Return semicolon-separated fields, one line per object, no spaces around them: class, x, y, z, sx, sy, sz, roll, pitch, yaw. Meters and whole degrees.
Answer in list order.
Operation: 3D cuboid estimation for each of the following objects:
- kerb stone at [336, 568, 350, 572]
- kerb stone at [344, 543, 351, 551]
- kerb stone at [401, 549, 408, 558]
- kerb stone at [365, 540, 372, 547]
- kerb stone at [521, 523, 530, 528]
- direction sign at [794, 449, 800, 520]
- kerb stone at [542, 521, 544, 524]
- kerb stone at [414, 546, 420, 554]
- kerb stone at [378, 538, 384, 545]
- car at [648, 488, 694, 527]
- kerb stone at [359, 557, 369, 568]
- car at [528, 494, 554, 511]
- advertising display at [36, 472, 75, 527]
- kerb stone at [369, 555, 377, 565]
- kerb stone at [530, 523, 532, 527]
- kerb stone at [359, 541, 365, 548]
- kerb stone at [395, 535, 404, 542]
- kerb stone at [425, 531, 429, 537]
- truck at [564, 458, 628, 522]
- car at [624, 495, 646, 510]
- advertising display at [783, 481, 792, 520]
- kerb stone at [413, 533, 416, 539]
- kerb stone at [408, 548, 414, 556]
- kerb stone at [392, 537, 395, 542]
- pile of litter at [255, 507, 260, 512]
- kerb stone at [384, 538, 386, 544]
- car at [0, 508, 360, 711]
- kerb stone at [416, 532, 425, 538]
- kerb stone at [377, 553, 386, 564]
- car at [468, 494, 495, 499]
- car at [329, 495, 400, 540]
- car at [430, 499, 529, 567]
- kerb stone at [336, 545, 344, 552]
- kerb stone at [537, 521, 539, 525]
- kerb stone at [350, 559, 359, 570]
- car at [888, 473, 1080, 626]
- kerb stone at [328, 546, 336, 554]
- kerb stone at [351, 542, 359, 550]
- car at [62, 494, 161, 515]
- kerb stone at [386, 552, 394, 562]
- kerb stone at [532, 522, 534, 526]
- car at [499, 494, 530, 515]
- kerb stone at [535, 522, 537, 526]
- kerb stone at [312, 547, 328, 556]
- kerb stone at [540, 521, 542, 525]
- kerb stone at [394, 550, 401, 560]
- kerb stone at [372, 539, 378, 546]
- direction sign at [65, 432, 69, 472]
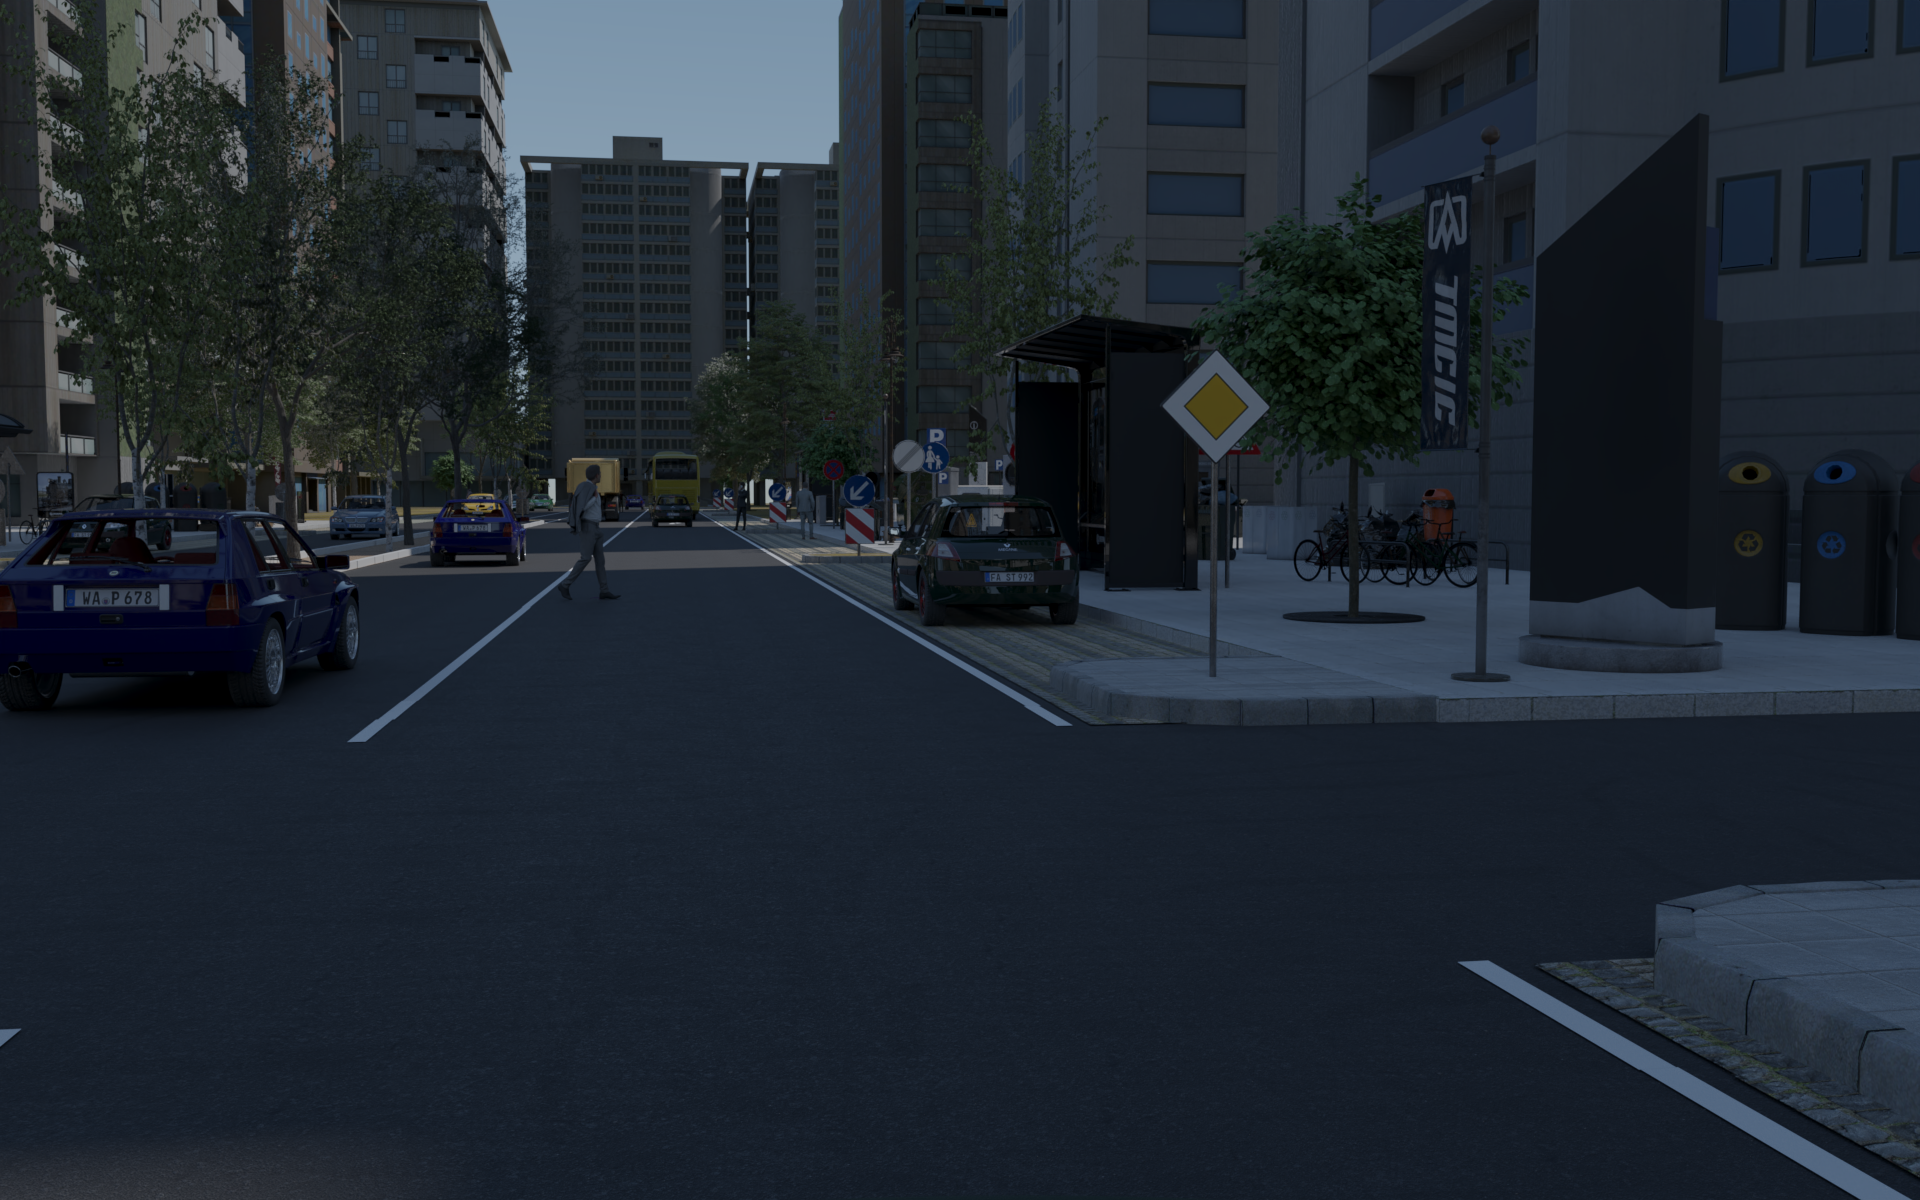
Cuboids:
kerb stone;-11.413;-0.588;31.821;0.120;0.150;1.000;-1;4;-10
kerb stone;-15.521;-1.303;43.550;0.120;0.150;1.000;-1;4;-10
kerb stone;-12.604;-1.022;38.908;0.120;0.150;1.000;-1;4;-10
kerb stone;-16.032;-1.491;46.576;0.120;0.150;1.000;-1;4;-10
kerb stone;-18.410;-3.121;73.300;0.120;0.150;1.000;-1;4;-10
direction sign;-8.159;-5.797;86.781;0.379;3.537;0.876;-1;4;-15
kerb stone;-19.776;-3.614;81.378;0.120;0.150;1.000;-1;4;-10
kerb stone;-12.952;-1.146;40.926;0.120;0.150;1.000;-1;4;-10
kerb stone;-16.367;-1.615;48.595;0.120;0.150;1.000;-1;4;-10
car;-12.741;-4.082;76.532;2.009;1.686;4.222;-1;4;-11
kerb stone;-11.746;-0.711;33.854;0.120;0.150;1.000;-1;4;-10
car;-35.117;-8.156;145.155;2.131;1.459;4.920;-1;4;-10
advertising display;-26.077;-2.737;49.958;0.974;1.923;0.123;-1;4;-12
kerb stone;-11.931;-0.773;34.863;0.120;0.150;1.000;-1;4;-10
kerb stone;-18.585;-3.186;74.307;0.120;0.150;1.000;-1;4;-10
kerb stone;-15.862;-1.430;45.568;0.120;0.150;1.000;-1;4;-10
kerb stone;-17.056;-1.854;52.630;0.120;0.150;1.000;-1;4;-10
kerb stone;-17.906;-2.171;57.704;0.120;0.150;1.000;-1;4;-10
truck;-19.478;-5.905;92.469;3.469;3.379;9.791;-1;4;-11
car;-29.805;-8.941;158.766;1.945;1.354;3.894;-1;4;-9
advertising display;-8.409;-4.844;84.406;0.123;1.923;0.974;1;4;13
kerb stone;-17.395;-1.985;54.655;0.120;0.150;1.000;-1;4;-10
kerb stone;-12.780;-1.084;39.915;0.120;0.150;1.000;-1;4;-10
kerb stone;-16.714;-1.737;50.613;0.120;0.150;1.000;-1;4;-10
pile of litter;-27.415;-3.301;67.940;1.176;0.858;1.719;1;4;10
kerb stone;-16.544;-1.676;49.603;0.120;0.150;1.000;-1;4;-10
car;-5.653;-0.019;12.883;1.945;1.354;3.894;0;4;-8
kerb stone;-17.726;-2.109;56.685;0.120;0.150;1.000;-1;4;-10
kerb stone;-12.095;-0.836;35.879;0.120;0.150;1.000;-1;4;-10
car;-25.372;-4.991;91.822;2.015;1.641;3.980;-1;4;-10
car;-19.225;-2.693;56.040;2.014;1.417;4.499;-1;4;-11
car;-9.903;-1.416;35.725;1.945;1.354;3.894;-1;4;-11
kerb stone;-15.351;-1.244;42.541;0.120;0.150;1.000;-1;4;-10
kerb stone;-19.263;-3.434;78.349;0.120;0.150;1.000;-1;4;-10
kerb stone;-11.584;-0.647;32.832;0.120;0.150;1.000;-1;4;-10
car;0.214;-0.635;20.174;2.009;1.686;4.222;-1;4;-8
kerb stone;-15.179;-1.180;41.533;0.120;0.150;1.000;-1;4;-10
kerb stone;-15.691;-1.368;44.560;0.120;0.150;1.000;-1;4;-10
car;-20.747;-1.999;42.464;2.009;1.686;4.222;0;4;-8
kerb stone;-12.261;-0.899;36.890;0.120;0.150;1.000;-1;4;-10
kerb stone;-18.750;-3.250;75.325;0.120;0.150;1.000;-1;4;-10
car;-31.357;-6.741;122.010;2.131;1.459;4.920;-1;4;-11
kerb stone;-19.092;-3.373;77.341;0.120;0.150;1.000;-1;4;-10
kerb stone;-15.008;-1.121;40.525;0.120;0.150;1.000;-1;4;-10
kerb stone;-19.601;-3.558;80.371;0.120;0.150;1.000;-1;4;-10
kerb stone;-12.437;-0.960;37.899;0.120;0.150;1.000;-1;4;-10
kerb stone;-16.209;-1.546;47.586;0.120;0.150;1.000;-1;4;-10
direction sign;-32.567;-4.356;63.210;0.379;3.537;0.876;-2;4;-31
